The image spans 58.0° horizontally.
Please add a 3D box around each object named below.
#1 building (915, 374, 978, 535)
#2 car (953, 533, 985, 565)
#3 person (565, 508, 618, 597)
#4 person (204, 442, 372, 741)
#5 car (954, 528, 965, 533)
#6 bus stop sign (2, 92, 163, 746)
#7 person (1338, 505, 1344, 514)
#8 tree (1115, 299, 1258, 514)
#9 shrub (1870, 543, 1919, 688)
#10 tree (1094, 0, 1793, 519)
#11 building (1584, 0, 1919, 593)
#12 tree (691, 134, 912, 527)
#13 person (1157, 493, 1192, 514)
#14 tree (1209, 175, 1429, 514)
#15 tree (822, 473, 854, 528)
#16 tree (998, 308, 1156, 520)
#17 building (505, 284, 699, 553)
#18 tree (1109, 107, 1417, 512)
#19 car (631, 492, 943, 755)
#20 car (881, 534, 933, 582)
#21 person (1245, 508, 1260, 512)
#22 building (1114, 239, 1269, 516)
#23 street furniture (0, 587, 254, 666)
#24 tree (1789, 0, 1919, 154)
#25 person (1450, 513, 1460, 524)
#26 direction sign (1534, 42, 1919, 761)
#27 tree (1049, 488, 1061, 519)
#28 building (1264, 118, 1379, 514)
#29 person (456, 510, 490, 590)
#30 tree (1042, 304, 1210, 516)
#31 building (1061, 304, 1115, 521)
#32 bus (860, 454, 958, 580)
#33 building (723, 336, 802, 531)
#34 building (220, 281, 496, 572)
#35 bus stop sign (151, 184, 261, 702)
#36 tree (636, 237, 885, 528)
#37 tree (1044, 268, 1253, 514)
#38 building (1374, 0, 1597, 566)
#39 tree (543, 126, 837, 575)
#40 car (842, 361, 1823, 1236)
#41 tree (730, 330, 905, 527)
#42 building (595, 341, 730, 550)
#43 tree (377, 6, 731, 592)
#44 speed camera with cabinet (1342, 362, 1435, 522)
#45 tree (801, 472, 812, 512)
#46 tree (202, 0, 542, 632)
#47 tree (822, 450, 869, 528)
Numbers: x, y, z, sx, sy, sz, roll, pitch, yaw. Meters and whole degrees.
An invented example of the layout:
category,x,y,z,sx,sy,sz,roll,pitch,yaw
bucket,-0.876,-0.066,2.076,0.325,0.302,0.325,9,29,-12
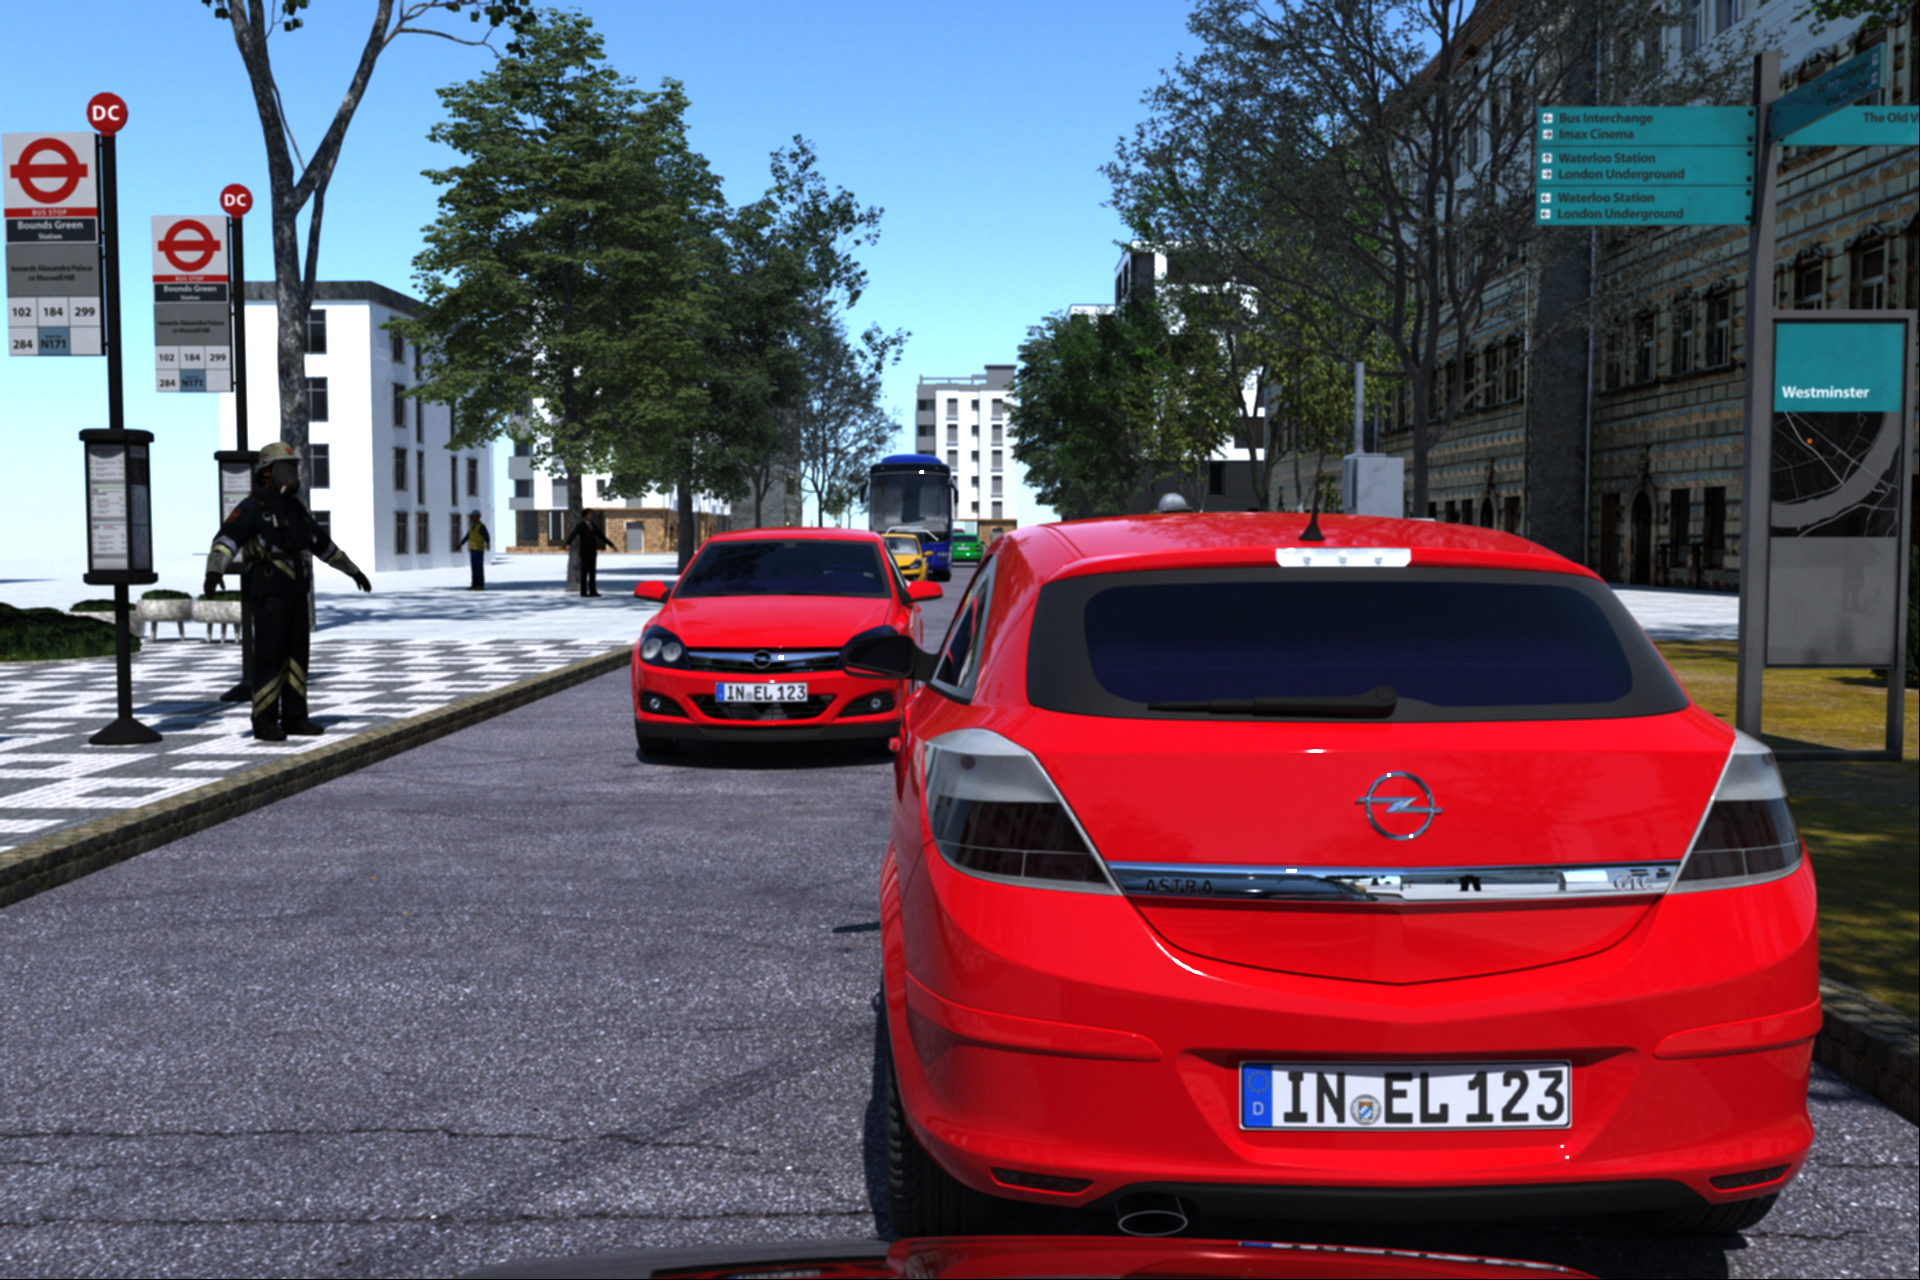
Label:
category,x,y,z,sx,sy,sz,roll,pitch,yaw
building,-4.692,-20.687,197.112,11.380,20.090,16.016,0,4,-5
car,0.146,-4.127,76.273,1.959,1.807,4.718,0,4,0
person,-7.571,-1.785,35.374,0.705,1.806,1.347,3,4,37
person,-4.255,-0.312,10.885,0.705,1.856,1.354,1,4,23
car,-0.498,-5.995,106.692,2.281,1.827,5.304,0,4,-1
bus stop sign,-5.372,-1.338,10.583,0.855,3.939,0.416,0,4,1
person,7.379,-1.685,33.404,0.705,1.847,1.347,0,4,8
tree,7.157,-6.255,52.629,4.737,8.622,4.395,0,3,0
shrub,8.032,-0.207,14.499,1.383,1.207,1.383,0,3,0
tree,7.136,-7.085,26.204,12.009,13.543,11.850,0,3,0
building,26.064,-12.606,37.038,19.493,23.208,18.063,0,4,1
tree,-8.733,-14.009,84.936,12.611,20.169,13.585,0,3,0
person,1.873,-0.344,14.547,0.721,1.772,1.216,-1,4,-15
tree,7.231,-5.202,35.416,4.737,8.622,4.395,0,3,0
tree,-14.030,-15.218,199.183,4.737,8.622,4.395,0,3,0
tree,6.931,-11.665,97.386,9.857,13.997,8.962,0,3,0
building,-25.216,-16.125,120.069,16.016,20.090,11.380,0,4,1
tree,7.499,-7.166,42.924,9.928,11.665,9.643,0,3,0
car,-1.197,-0.216,12.569,2.155,1.783,4.494,0,3,0
car,-1.670,-2.014,43.150,2.015,1.641,3.980,0,4,0
person,6.024,-1.817,35.850,1.345,1.843,0.704,-3,5,-42
building,25.890,-17.894,136.535,27.936,21.610,32.646,0,4,0
street furniture,-12.845,-0.287,20.322,10.072,0.657,5.734,2,4,28
tree,11.175,-5.453,14.916,9.928,11.665,9.643,0,3,0
person,10.702,-1.866,37.228,0.721,1.740,1.216,-2,4,-34
direction sign,4.468,-1.248,9.168,2.525,3.948,1.411,0,4,1
tree,12.496,-14.988,195.421,4.360,8.622,3.978,0,3,0
building,24.204,-14.957,75.482,19.493,23.208,18.063,0,3,0
person,-11.108,-2.064,39.719,1.349,1.833,0.705,3,5,44
tree,7.488,-9.302,77.840,9.928,11.665,9.643,0,3,0
building,23.774,-19.977,170.597,27.936,21.610,32.646,0,3,0
bus,-1.488,-3.991,56.807,2.896,3.916,12.251,0,3,0
building,-25.576,-20.705,169.458,19.493,23.208,18.063,0,4,-1
building,-23.847,-7.921,71.661,9.099,9.664,28.070,0,4,1
bus stop sign,-5.733,-1.505,13.304,0.855,3.939,0.416,0,4,-1
tree,-8.135,-9.756,69.885,12.009,13.543,11.850,0,3,0
tree,6.647,-7.791,61.791,8.767,10.594,7.601,2,4,25
building,24.738,-13.728,55.378,19.493,23.208,18.063,0,4,1
tree,-8.656,-9.042,54.495,9.857,13.997,8.962,0,3,0
car,0.710,0.245,5.032,2.155,1.783,4.494,0,4,-1
tree,-8.021,-11.609,100.173,12.009,13.543,11.850,0,3,0
building,-25.671,-17.524,142.936,16.016,20.090,11.380,0,4,0
tree,-8.852,-7.356,38.394,7.486,12.596,7.792,0,3,0
speed camera with cabinet,4.788,-1.529,19.333,0.660,3.252,2.038,0,4,0
tree,-18.122,-14.943,194.680,4.360,8.622,3.978,0,3,0
tree,-7.334,-10.120,21.345,12.611,20.169,13.585,0,3,0
tree,-12.038,-15.725,191.521,7.601,10.594,8.767,0,4,-8
